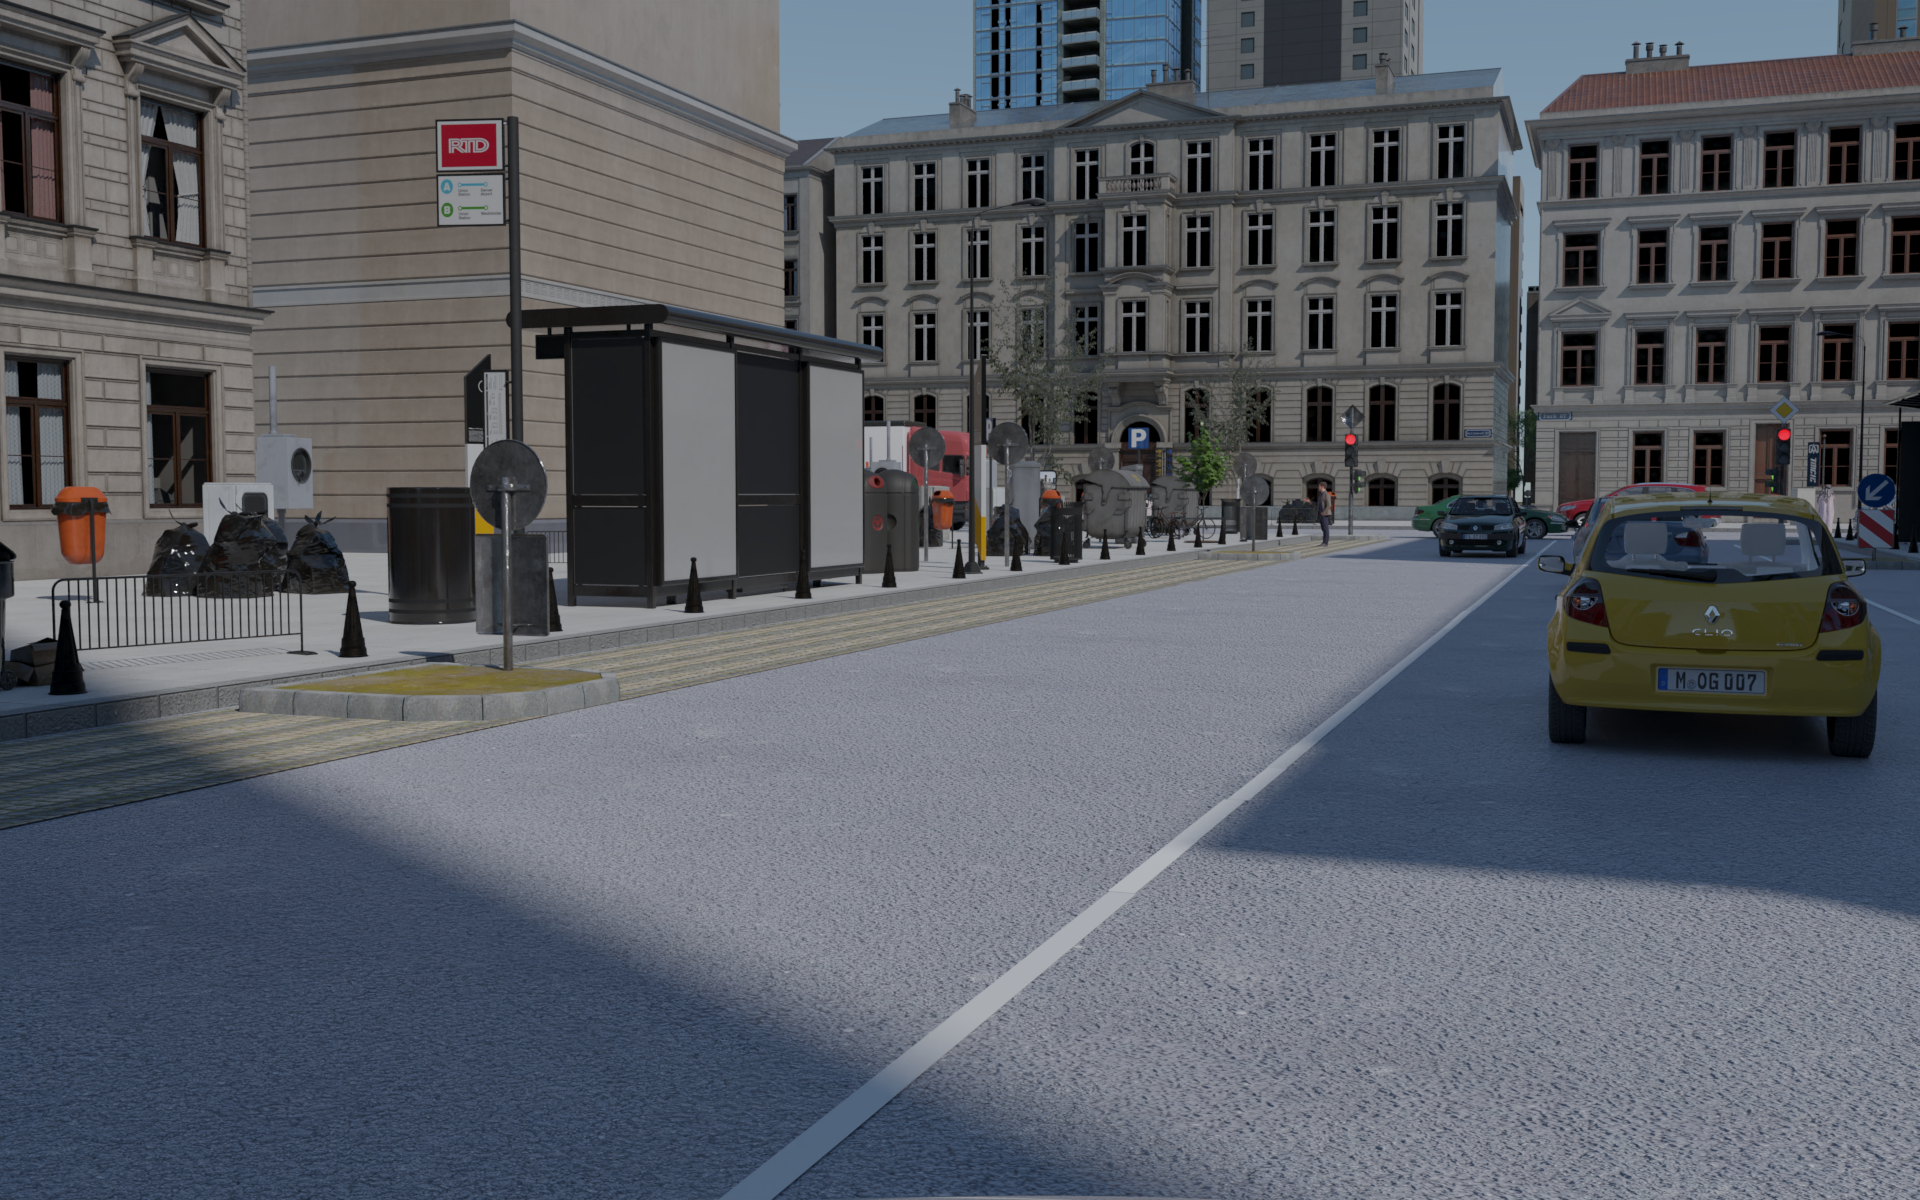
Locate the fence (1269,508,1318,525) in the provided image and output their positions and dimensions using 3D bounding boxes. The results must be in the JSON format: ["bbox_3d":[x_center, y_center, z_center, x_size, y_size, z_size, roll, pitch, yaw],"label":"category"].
[{"bbox_3d":[13.879,-3.468,72.081,2.069,0.683,0.278,-1,4,-14],"label":"fence"}]

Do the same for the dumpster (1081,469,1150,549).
[{"bbox_3d":[3.670,-2.156,41.012,1.264,1.857,1.865,1,4,21],"label":"dumpster"}]

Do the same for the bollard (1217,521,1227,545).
[{"bbox_3d":[6.657,-1.709,43.985,0.229,0.601,0.229,0,3,0],"label":"bollard"}]

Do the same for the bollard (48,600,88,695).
[{"bbox_3d":[-5.737,0.301,11.121,0.229,0.601,0.229,0,3,0],"label":"bollard"}]

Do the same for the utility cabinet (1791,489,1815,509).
[{"bbox_3d":[34.462,-3.802,70.847,1.173,1.500,0.318,-2,4,-30],"label":"utility cabinet"}]

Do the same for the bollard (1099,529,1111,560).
[{"bbox_3d":[2.839,-1.091,33.878,0.229,0.601,0.229,0,3,0],"label":"bollard"}]

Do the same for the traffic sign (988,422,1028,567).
[{"bbox_3d":[0.830,-1.863,30.568,0.768,2.556,0.104,2,4,24],"label":"traffic sign"}]

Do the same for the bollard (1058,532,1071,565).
[{"bbox_3d":[1.888,-0.936,31.352,0.229,0.601,0.229,0,3,0],"label":"bollard"}]

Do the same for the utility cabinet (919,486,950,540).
[{"bbox_3d":[-0.648,-2.342,46.966,0.318,1.500,1.173,2,4,25],"label":"utility cabinet"}]

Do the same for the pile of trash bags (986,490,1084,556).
[{"bbox_3d":[1.639,-1.670,37.056,1.912,1.369,3.447,1,4,15],"label":"pile of trash bags"}]

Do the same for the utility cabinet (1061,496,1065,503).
[{"bbox_3d":[4.730,-4.311,81.645,0.306,1.237,1.020,1,4,12],"label":"utility cabinet"}]

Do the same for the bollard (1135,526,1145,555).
[{"bbox_3d":[3.793,-1.245,36.402,0.229,0.601,0.229,0,3,0],"label":"bollard"}]

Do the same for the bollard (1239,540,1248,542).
[{"bbox_3d":[7.615,-1.865,46.529,0.229,0.601,0.229,0,3,0],"label":"bollard"}]

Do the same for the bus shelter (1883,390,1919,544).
[{"bbox_3d":[23.423,-3.066,41.407,1.731,3.624,6.357,1,4,21],"label":"bus shelter"}]

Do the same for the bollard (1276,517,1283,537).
[{"bbox_3d":[9.520,-2.174,51.578,0.229,0.601,0.229,0,3,0],"label":"bollard"}]

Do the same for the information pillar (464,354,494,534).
[{"bbox_3d":[-7.987,-2.290,28.804,0.183,3.616,0.504,3,5,43],"label":"information pillar"}]

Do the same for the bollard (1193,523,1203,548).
[{"bbox_3d":[5.700,-1.554,41.455,0.229,0.601,0.229,0,3,0],"label":"bollard"}]

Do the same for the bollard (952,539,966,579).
[{"bbox_3d":[-0.016,-0.628,26.302,0.229,0.601,0.229,0,3,0],"label":"bollard"}]

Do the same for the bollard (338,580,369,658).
[{"bbox_3d":[-4.786,0.146,13.647,0.229,0.601,0.229,0,3,0],"label":"bollard"}]

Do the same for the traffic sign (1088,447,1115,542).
[{"bbox_3d":[3.769,-2.835,46.453,0.768,2.556,0.104,2,4,24],"label":"traffic sign"}]

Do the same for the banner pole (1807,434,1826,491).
[{"bbox_3d":[36.118,-5.075,72.986,0.863,3.779,0.401,3,4,36],"label":"banner pole"}]

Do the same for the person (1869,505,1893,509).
[{"bbox_3d":[28.787,-2.782,54.268,0.678,1.792,0.850,-3,4,-36],"label":"person"}]

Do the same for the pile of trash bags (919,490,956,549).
[{"bbox_3d":[-1.118,-1.949,41.615,1.912,1.369,3.447,-2,4,-32],"label":"pile of trash bags"}]

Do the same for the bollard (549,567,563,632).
[{"bbox_3d":[-3.828,-0.009,16.182,0.229,0.601,0.229,0,3,0],"label":"bollard"}]

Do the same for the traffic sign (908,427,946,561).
[{"bbox_3d":[-0.647,-2.010,32.977,0.768,2.556,0.104,1,4,22],"label":"traffic sign"}]

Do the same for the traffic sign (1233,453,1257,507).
[{"bbox_3d":[8.749,-3.252,53.275,0.768,2.556,0.104,2,4,28],"label":"traffic sign"}]

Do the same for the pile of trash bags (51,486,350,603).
[{"bbox_3d":[-9.528,-0.727,21.639,1.912,1.369,3.447,3,4,38],"label":"pile of trash bags"}]

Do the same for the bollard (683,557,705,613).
[{"bbox_3d":[-2.876,-0.163,18.714,0.229,0.601,0.229,0,3,0],"label":"bollard"}]

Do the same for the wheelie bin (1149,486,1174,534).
[{"bbox_3d":[6.627,-2.960,56.297,0.980,1.594,0.693,0,4,0],"label":"wheelie bin"}]

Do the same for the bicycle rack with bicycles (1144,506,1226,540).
[{"bbox_3d":[6.148,-2.223,49.729,2.925,0.926,2.852,-2,4,-34],"label":"bicycle rack with bicycles"}]

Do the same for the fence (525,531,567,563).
[{"bbox_3d":[-6.070,-0.785,28.205,2.069,0.683,0.278,0,4,-8],"label":"fence"}]

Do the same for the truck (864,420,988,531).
[{"bbox_3d":[-3.832,-4.827,67.828,11.283,4.237,2.839,1,4,19],"label":"truck"}]

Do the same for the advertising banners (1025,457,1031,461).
[{"bbox_3d":[3.594,-5.150,80.389,0.090,3.025,2.074,-2,4,-32],"label":"advertising banners"}]

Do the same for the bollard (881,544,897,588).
[{"bbox_3d":[-0.972,-0.472,23.765,0.229,0.601,0.229,0,3,0],"label":"bollard"}]

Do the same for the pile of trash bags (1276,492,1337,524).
[{"bbox_3d":[15.518,-4.068,76.266,1.912,1.369,3.447,3,5,44],"label":"pile of trash bags"}]

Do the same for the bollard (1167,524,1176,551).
[{"bbox_3d":[4.750,-1.400,38.925,0.229,0.601,0.229,0,3,0],"label":"bollard"}]

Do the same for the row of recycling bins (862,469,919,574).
[{"bbox_3d":[-1.859,-1.258,27.675,1.069,1.692,3.534,2,4,32],"label":"row of recycling bins"}]

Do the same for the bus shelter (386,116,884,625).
[{"bbox_3d":[-3.654,-2.642,20.822,2.179,5.291,8.768,1,4,21],"label":"bus shelter"}]

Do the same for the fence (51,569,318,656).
[{"bbox_3d":[-5.839,0.142,13.051,0.278,0.683,2.069,2,4,35],"label":"fence"}]

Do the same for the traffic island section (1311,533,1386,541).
[{"bbox_3d":[12.240,-1.964,54.392,2.009,0.180,2.903,1,4,21],"label":"traffic island section"}]

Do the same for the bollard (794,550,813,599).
[{"bbox_3d":[-1.924,-0.318,21.239,0.229,0.601,0.229,0,3,0],"label":"bollard"}]

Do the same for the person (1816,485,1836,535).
[{"bbox_3d":[28.471,-2.921,56.922,0.551,1.740,0.621,0,4,7],"label":"person"}]

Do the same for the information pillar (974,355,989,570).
[{"bbox_3d":[0.337,-2.327,29.403,0.183,3.616,0.504,-1,4,-17],"label":"information pillar"}]

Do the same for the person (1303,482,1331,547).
[{"bbox_3d":[9.704,-2.324,47.035,0.750,1.759,0.617,1,4,11],"label":"person"}]

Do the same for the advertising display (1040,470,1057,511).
[{"bbox_3d":[2.180,-2.525,46.501,0.974,1.923,0.123,-2,4,-35],"label":"advertising display"}]

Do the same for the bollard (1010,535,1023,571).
[{"bbox_3d":[0.935,-0.782,28.827,0.229,0.601,0.229,0,3,0],"label":"bollard"}]

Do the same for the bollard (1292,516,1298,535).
[{"bbox_3d":[10.472,-2.329,54.117,0.229,0.601,0.229,0,3,0],"label":"bollard"}]
